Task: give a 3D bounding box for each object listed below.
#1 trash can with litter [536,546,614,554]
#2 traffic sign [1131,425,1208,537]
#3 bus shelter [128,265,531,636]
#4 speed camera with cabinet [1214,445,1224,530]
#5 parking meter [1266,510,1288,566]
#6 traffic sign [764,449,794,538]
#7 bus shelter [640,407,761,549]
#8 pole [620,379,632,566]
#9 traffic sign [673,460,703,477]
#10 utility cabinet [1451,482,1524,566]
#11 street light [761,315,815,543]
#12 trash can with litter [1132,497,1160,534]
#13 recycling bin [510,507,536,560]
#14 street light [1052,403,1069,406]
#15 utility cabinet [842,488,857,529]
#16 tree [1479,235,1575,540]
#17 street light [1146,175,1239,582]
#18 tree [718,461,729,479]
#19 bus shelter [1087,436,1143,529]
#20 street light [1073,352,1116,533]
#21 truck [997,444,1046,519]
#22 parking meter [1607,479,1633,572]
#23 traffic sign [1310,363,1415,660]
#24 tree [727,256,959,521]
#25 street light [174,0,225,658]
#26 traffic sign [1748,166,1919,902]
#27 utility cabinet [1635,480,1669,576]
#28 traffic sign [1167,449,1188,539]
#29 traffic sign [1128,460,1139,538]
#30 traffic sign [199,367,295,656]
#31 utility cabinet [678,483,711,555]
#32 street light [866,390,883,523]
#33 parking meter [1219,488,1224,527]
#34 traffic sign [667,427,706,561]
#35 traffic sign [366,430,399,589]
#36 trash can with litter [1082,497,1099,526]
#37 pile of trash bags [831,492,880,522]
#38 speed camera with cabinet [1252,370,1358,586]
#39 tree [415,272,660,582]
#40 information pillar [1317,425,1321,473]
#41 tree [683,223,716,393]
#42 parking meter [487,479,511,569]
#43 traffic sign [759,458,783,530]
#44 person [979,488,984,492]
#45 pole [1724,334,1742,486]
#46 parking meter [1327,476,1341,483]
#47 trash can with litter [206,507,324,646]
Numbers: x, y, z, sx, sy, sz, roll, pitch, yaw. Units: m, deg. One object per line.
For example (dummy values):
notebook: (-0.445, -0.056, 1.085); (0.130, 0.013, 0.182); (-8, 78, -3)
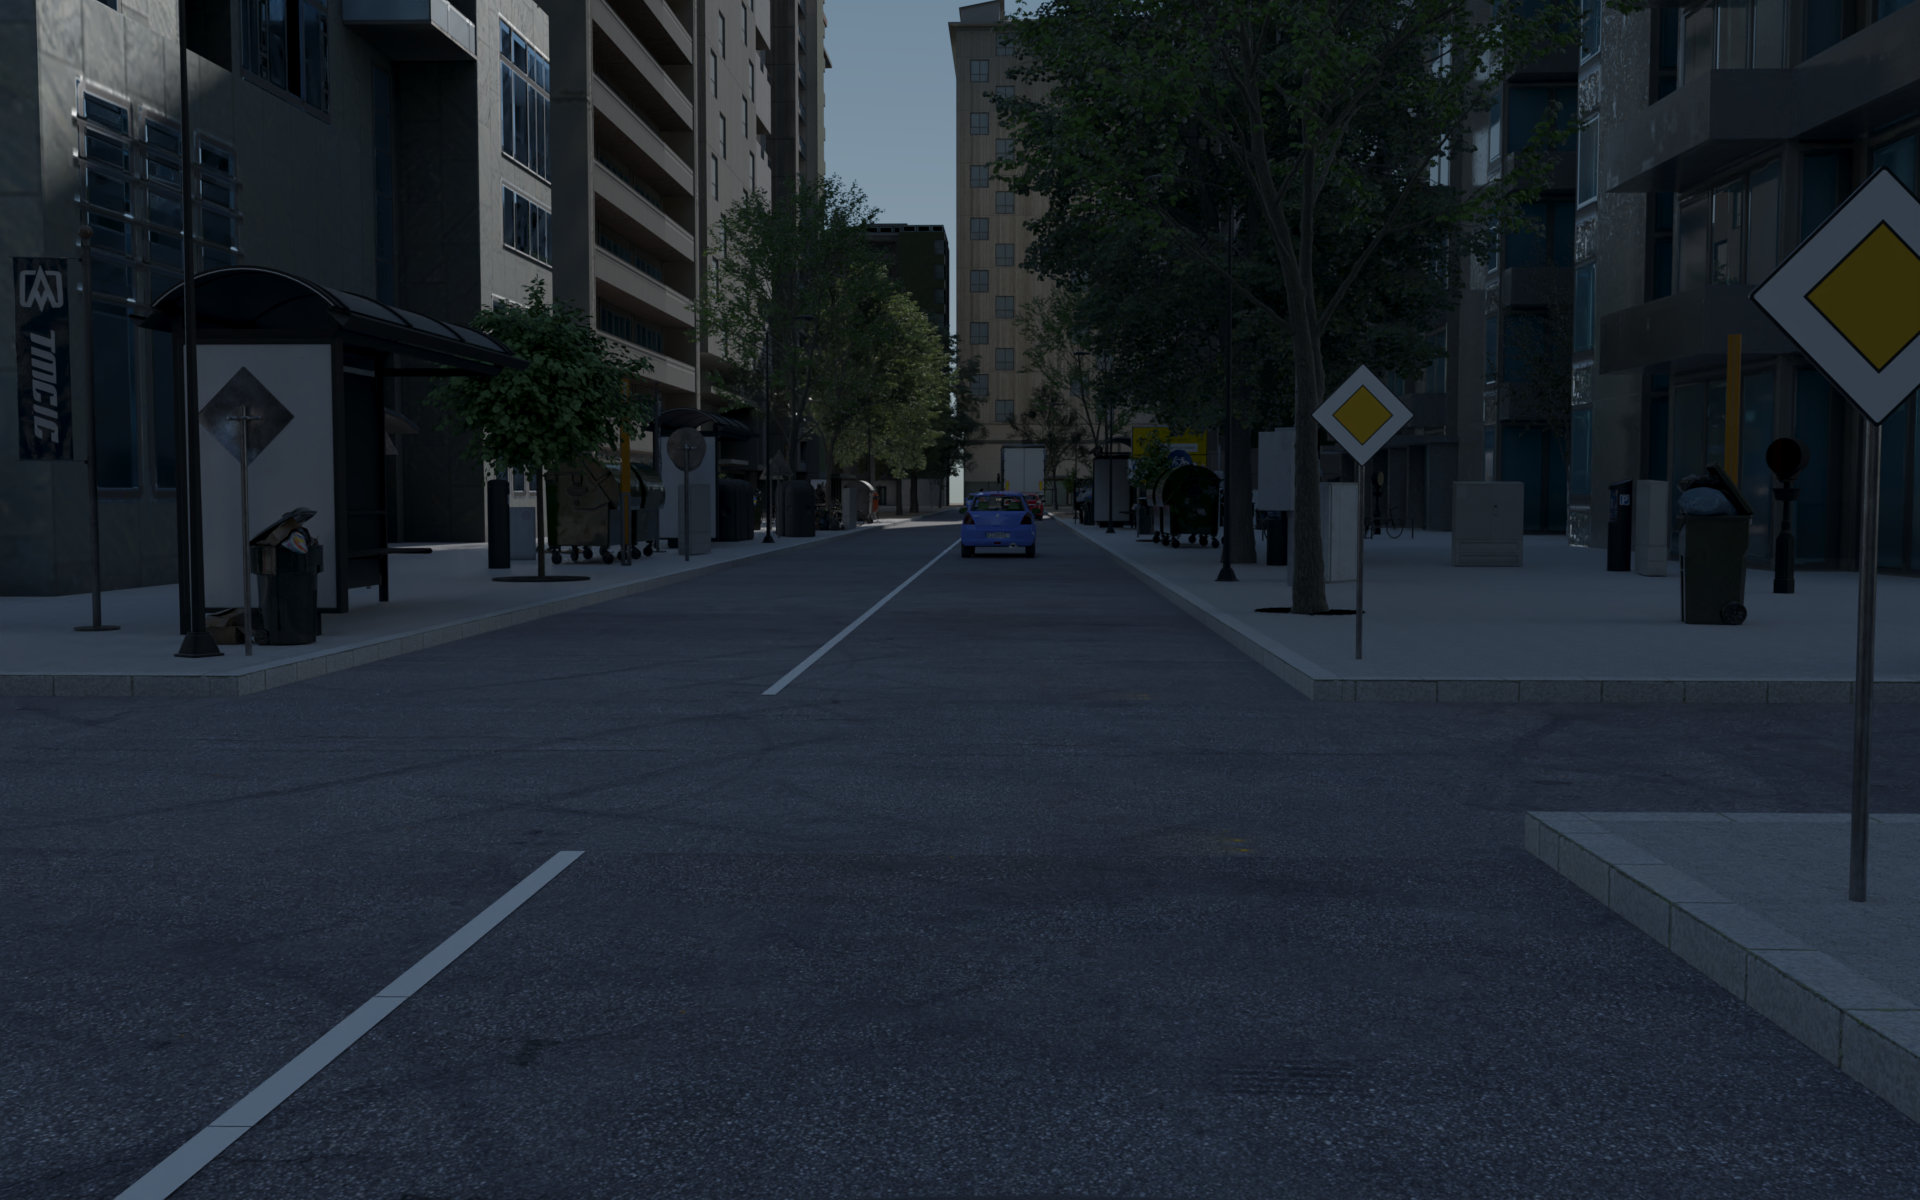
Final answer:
trash can with litter: (-8.745, -1.637, 37.819); (2.233, 1.210, 1.678); (3, 5, 42)
traffic sign: (6.227, -3.524, 51.490); (2.265, 3.308, 0.079); (1, 4, 9)
bus shelter: (-6.249, -1.479, 18.106); (2.014, 3.302, 5.546); (0, 4, 2)
speed camera with cabinet: (9.144, -4.085, 61.126); (2.038, 3.252, 0.660); (0, 4, -7)
parking meter: (5.693, -1.385, 31.059); (0.372, 1.533, 0.369); (0, 3, 0)
traffic sign: (-5.263, -3.076, 50.301); (0.884, 2.594, 0.081); (0, 4, 6)
bus shelter: (-6.362, -3.010, 43.134); (2.014, 3.302, 5.546); (0, 4, 2)
pole: (-5.976, -2.267, 30.907); (0.158, 3.312, 0.155); (0, 3, 0)
traffic sign: (-6.216, -2.406, 39.441); (0.768, 2.556, 0.104); (1, 4, 10)
utility cabinet: (9.321, -1.341, 30.599); (1.173, 1.500, 0.318); (0, 4, 3)
street light: (-4.475, -4.441, 45.149); (1.470, 5.913, 1.316); (0, 4, 2)
trash can with litter: (6.219, -2.747, 56.309); (0.624, 1.170, 1.055); (-3, 5, -42)
recycling bin: (-8.681, -1.302, 33.842); (0.722, 1.027, 0.722); (-1, 4, -17)
street light: (5.384, -7.090, 88.460); (1.470, 5.913, 1.316); (0, 4, 2)
utility cabinet: (-4.083, -3.368, 63.742); (0.318, 1.500, 1.173); (1, 4, 8)
tree: (16.904, -5.996, 48.398); (4.360, 8.622, 3.978); (0, 3, 0)
street light: (3.391, -3.231, 25.368); (1.470, 5.913, 1.316); (0, 4, 2)
tree: (-12.451, -5.667, 87.257); (1.663, 3.219, 1.824); (0, 3, 0)
bus shelter: (5.772, -4.258, 63.545); (2.014, 3.302, 5.546); (0, 4, 2)
street light: (4.390, -5.138, 56.555); (1.470, 5.913, 1.316); (0, 4, 2)
truck: (3.672, -6.985, 103.110); (2.839, 4.237, 11.283); (0, 4, 1)
parking meter: (10.966, -1.246, 28.784); (0.372, 1.533, 0.369); (0, 3, 0)
traffic sign: (3.093, -0.596, 13.384); (0.795, 2.450, 0.064); (0, 4, 2)
tree: (-5.195, -8.055, 66.113); (8.767, 10.594, 7.601); (1, 4, 11)
street light: (-5.480, -2.505, 13.504); (1.470, 5.913, 1.316); (0, 4, 2)
traffic sign: (2.830, -0.108, 5.404); (0.795, 2.450, 0.064); (0, 4, 2)
utility cabinet: (10.924, -1.141, 27.334); (0.318, 1.500, 1.173); (1, 4, 13)
traffic sign: (6.248, -3.019, 49.466); (0.768, 2.556, 0.104); (1, 4, 11)
traffic sign: (5.234, -2.983, 50.901); (0.606, 2.300, 0.079); (1, 4, 10)
traffic sign: (-5.646, -0.615, 13.691); (0.795, 2.450, 0.064); (0, 4, 2)
utility cabinet: (-5.633, -1.713, 36.683); (0.318, 1.500, 1.173); (1, 4, 12)
street light: (-3.451, -6.348, 76.336); (1.470, 5.913, 1.316); (0, 4, 2)
parking meter: (10.171, -3.648, 68.052); (0.372, 1.533, 0.369); (0, 3, 0)
traffic sign: (-5.219, -2.015, 33.049); (0.768, 2.556, 0.104); (0, 4, 5)
traffic sign: (-7.998, -1.429, 23.361); (0.884, 2.594, 0.081); (0, 4, 7)
trash can with litter: (5.496, -3.618, 70.535); (1.055, 1.170, 0.624); (2, 4, 25)
pile of trash bags: (-4.814, -4.355, 80.963); (1.912, 1.369, 3.447); (-3, 4, -36)
speed camera with cabinet: (5.039, -1.863, 24.796); (0.660, 3.252, 2.038); (3, 5, 42)
tree: (-6.335, -2.573, 25.784); (4.285, 4.588, 4.351); (0, 3, 0)
information pillar: (8.438, -3.076, 41.641); (0.504, 3.616, 0.183); (-1, 4, -17)
tree: (-5.356, -7.955, 55.816); (9.928, 11.665, 9.643); (0, 3, 0)
parking meter: (-7.941, -1.309, 29.820); (0.372, 1.533, 0.369); (0, 3, 0)
traffic sign: (-6.819, -3.825, 62.549); (0.884, 2.594, 0.081); (0, 4, 7)
person: (1.249, -5.133, 93.133); (0.721, 1.736, 1.217); (-1, 4, -17)
pole: (9.902, -1.736, 22.234); (0.158, 3.312, 0.155); (0, 3, 0)
parking meter: (11.843, -3.009, 54.912); (0.399, 1.863, 0.255); (-3, 4, -39)
trash can with litter: (-5.989, -0.206, 14.757); (1.055, 1.170, 0.624); (0, 4, 1)
